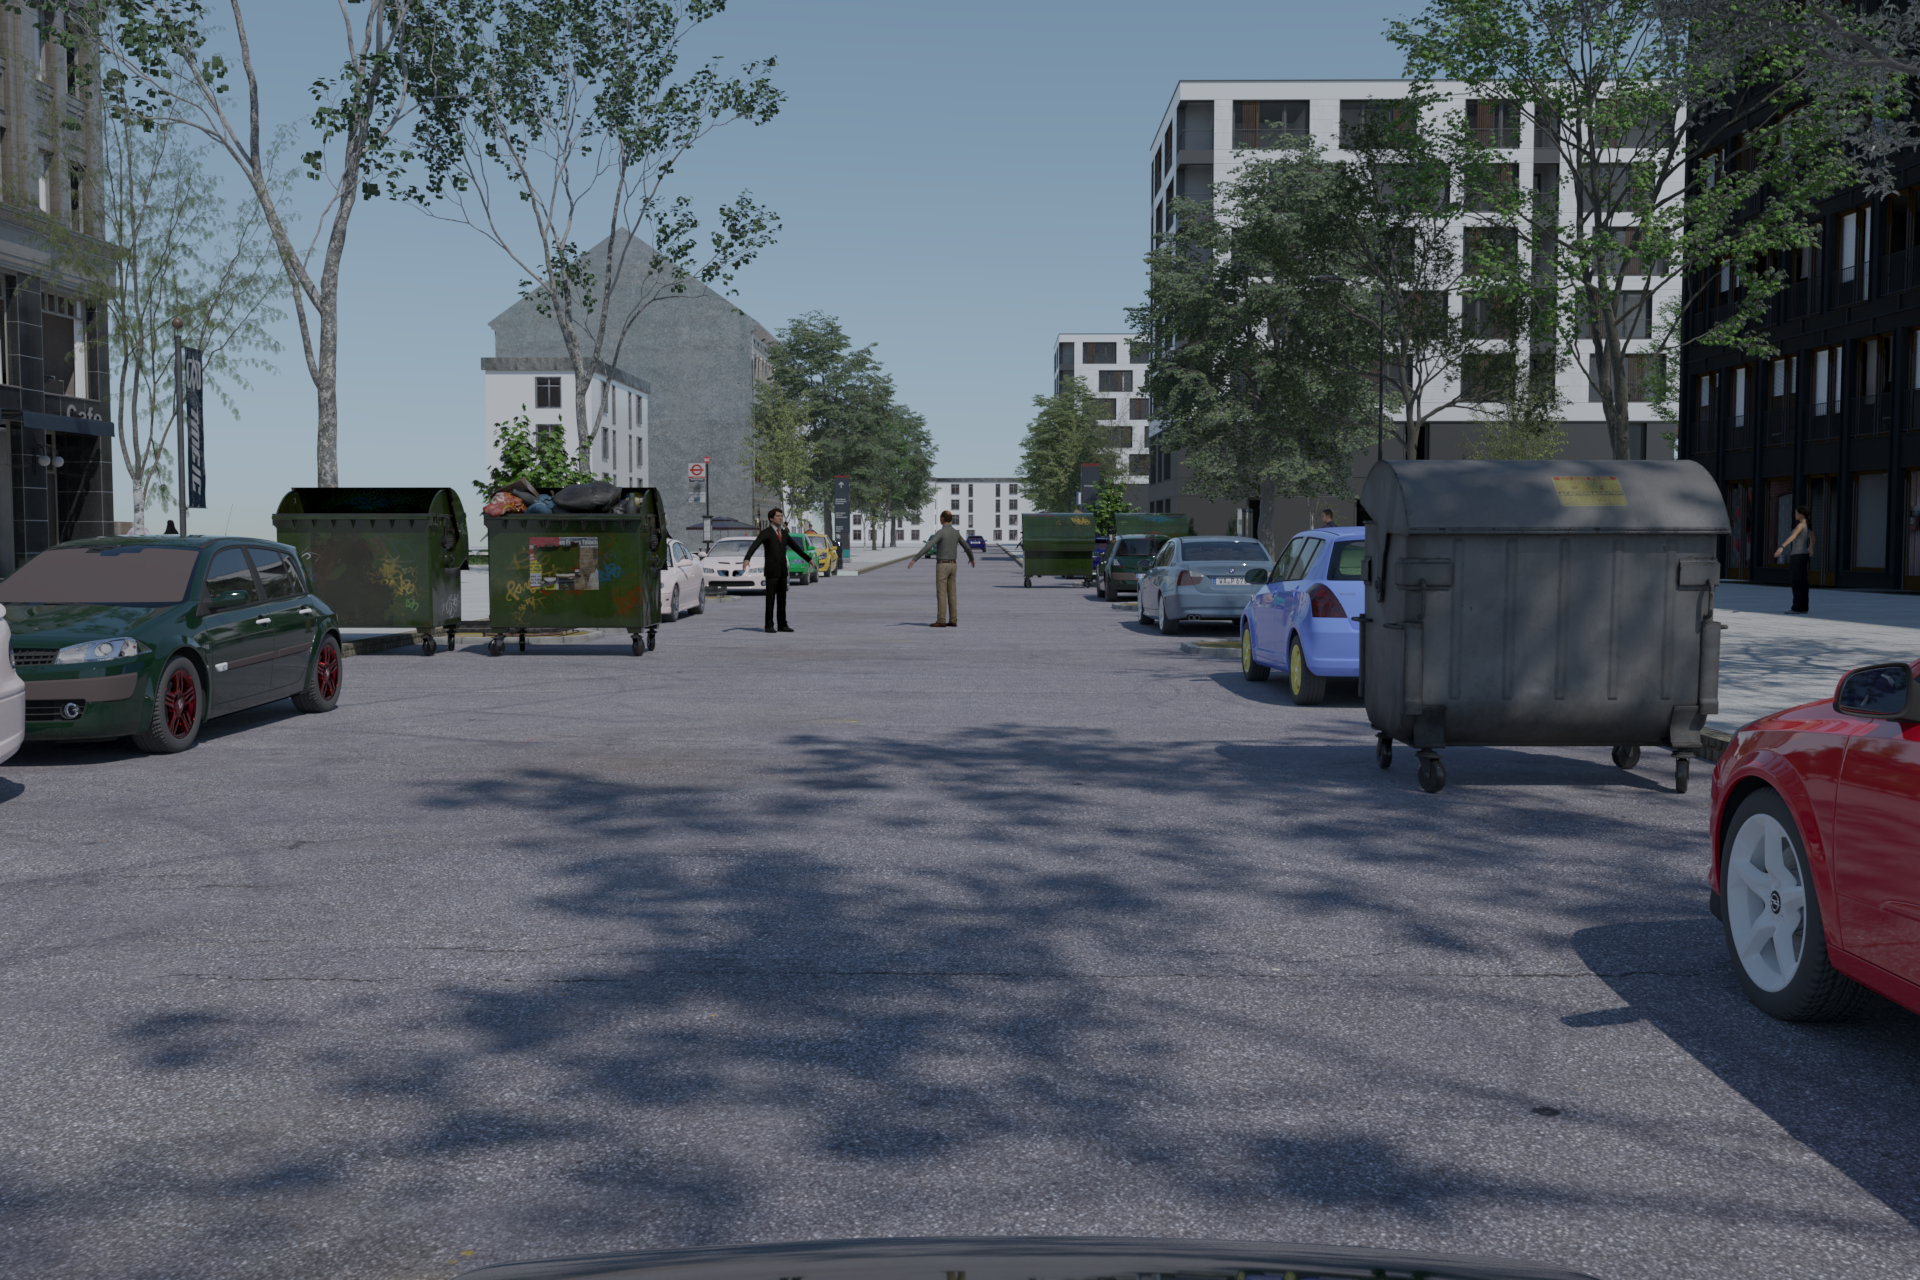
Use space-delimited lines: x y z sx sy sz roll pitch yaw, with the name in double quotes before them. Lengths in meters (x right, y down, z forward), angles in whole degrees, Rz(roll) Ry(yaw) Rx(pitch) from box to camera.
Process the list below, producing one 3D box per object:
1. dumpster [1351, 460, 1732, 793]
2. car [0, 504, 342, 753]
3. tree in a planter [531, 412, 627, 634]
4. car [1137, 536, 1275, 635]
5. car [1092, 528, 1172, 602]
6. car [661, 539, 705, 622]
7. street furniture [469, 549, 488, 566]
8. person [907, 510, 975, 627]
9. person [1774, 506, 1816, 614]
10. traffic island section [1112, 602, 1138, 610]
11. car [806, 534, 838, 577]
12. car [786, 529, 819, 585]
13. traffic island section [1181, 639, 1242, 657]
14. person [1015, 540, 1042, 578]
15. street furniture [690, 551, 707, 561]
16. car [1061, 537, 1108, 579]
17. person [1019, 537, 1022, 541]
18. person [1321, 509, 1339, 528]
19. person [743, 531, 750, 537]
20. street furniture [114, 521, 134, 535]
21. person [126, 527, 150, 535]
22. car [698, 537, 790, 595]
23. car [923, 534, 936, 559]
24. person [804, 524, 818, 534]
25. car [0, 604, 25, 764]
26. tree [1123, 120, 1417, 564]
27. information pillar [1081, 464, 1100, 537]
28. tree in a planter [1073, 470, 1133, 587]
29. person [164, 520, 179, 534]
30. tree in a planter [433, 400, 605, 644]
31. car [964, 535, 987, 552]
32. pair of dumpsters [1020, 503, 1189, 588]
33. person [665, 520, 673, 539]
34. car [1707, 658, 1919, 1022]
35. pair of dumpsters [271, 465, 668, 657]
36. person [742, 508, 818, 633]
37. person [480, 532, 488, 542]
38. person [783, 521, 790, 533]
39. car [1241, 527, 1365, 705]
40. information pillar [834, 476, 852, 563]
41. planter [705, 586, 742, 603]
"dumpster" 3.304 -0.112 10.044 1.865 1.857 1.264 0 4 0
"car" -5.930 -0.169 12.552 2.009 1.686 4.222 0 4 1
"tree in a planter" -5.910 -1.727 25.465 1.991 3.239 1.994 0 4 1
"car" 3.718 -0.854 25.973 2.014 1.417 4.499 0 4 -1
"car" 3.943 -1.725 37.986 2.009 1.686 4.222 0 4 1
"car" -5.525 -1.057 29.644 2.083 1.381 4.827 0 4 0
"street furniture" -21.941 -3.359 70.539 10.072 0.657 5.734 -3 5 -39
"person" -0.231 -1.099 26.700 1.348 1.796 0.705 -3 5 -42
"person" 13.443 -1.288 27.869 1.217 1.737 0.721 -3 5 -40
"traffic island section" 3.942 -0.643 33.387 1.991 0.108 1.994 0 4 2
"car" -5.126 -2.966 58.723 2.015 1.641 3.980 0 4 1
"car" -5.077 -2.504 49.739 1.959 1.807 4.718 0 4 0
"traffic island section" 3.736 0.103 21.180 1.991 0.108 1.994 0 4 1
"person" 2.486 -2.962 57.022 1.348 1.813 0.705 0 4 7
"street furniture" -11.132 -3.895 79.307 5.734 0.657 10.072 1 4 12
"car" 4.194 -2.657 56.019 1.945 1.354 3.894 0 4 0
"person" 3.518 -5.401 95.109 0.721 1.733 1.217 -1 4 -18
"person" 6.322 -1.389 29.666 0.541 1.710 0.530 -2 4 -31
"person" -11.520 -5.147 93.426 0.991 1.433 0.599 0 4 -3
"street furniture" -30.696 -3.241 59.837 11.010 1.723 9.812 -1 4 -15
"person" -20.835 -2.269 44.075 0.756 1.711 0.436 1 4 10
"car" -5.219 -1.811 41.976 2.083 1.381 4.827 0 4 1
"car" -1.112 -5.504 101.795 2.131 1.459 4.920 0 4 1
"person" -8.199 -5.447 94.992 1.347 1.837 0.705 1 4 11
"car" -5.900 0.312 7.261 2.083 1.381 4.827 0 4 1
"tree" 9.875 -9.095 55.358 9.857 13.997 8.962 0 3 0
"information pillar" 4.789 -4.555 63.848 0.750 3.857 0.750 0 4 -1
"tree in a planter" 4.135 -3.102 47.942 1.991 3.239 1.994 0 4 1
"person" -25.222 -2.961 55.194 0.721 1.737 1.214 1 4 12
"tree in a planter" -5.915 -1.601 23.391 1.991 3.239 1.994 0 4 1
"car" 1.179 -7.569 136.330 1.945 1.354 3.894 0 4 -1
"pair of dumpsters" 3.818 -2.519 46.142 4.436 2.255 1.574 0 4 0
"person" -10.359 -3.333 60.712 0.704 1.802 1.346 1 4 19
"car" 3.243 0.319 3.817 2.155 1.783 4.494 0 4 1
"pair of dumpsters" -5.798 -0.961 20.663 4.436 2.255 1.574 0 4 1
"person" -2.659 -1.013 25.203 1.347 1.806 0.705 -3 5 -44
"person" -21.965 -4.585 81.144 1.347 1.806 0.705 2 4 35
"person" -7.354 -4.079 72.830 0.704 1.812 1.346 1 4 12
"car" 3.626 -0.379 15.793 1.945 1.707 3.694 0 4 -1
"information pillar" -5.229 -5.359 76.996 0.750 3.857 0.750 0 4 2
"planter" -5.716 -0.968 36.964 1.991 0.319 1.994 0 4 2
